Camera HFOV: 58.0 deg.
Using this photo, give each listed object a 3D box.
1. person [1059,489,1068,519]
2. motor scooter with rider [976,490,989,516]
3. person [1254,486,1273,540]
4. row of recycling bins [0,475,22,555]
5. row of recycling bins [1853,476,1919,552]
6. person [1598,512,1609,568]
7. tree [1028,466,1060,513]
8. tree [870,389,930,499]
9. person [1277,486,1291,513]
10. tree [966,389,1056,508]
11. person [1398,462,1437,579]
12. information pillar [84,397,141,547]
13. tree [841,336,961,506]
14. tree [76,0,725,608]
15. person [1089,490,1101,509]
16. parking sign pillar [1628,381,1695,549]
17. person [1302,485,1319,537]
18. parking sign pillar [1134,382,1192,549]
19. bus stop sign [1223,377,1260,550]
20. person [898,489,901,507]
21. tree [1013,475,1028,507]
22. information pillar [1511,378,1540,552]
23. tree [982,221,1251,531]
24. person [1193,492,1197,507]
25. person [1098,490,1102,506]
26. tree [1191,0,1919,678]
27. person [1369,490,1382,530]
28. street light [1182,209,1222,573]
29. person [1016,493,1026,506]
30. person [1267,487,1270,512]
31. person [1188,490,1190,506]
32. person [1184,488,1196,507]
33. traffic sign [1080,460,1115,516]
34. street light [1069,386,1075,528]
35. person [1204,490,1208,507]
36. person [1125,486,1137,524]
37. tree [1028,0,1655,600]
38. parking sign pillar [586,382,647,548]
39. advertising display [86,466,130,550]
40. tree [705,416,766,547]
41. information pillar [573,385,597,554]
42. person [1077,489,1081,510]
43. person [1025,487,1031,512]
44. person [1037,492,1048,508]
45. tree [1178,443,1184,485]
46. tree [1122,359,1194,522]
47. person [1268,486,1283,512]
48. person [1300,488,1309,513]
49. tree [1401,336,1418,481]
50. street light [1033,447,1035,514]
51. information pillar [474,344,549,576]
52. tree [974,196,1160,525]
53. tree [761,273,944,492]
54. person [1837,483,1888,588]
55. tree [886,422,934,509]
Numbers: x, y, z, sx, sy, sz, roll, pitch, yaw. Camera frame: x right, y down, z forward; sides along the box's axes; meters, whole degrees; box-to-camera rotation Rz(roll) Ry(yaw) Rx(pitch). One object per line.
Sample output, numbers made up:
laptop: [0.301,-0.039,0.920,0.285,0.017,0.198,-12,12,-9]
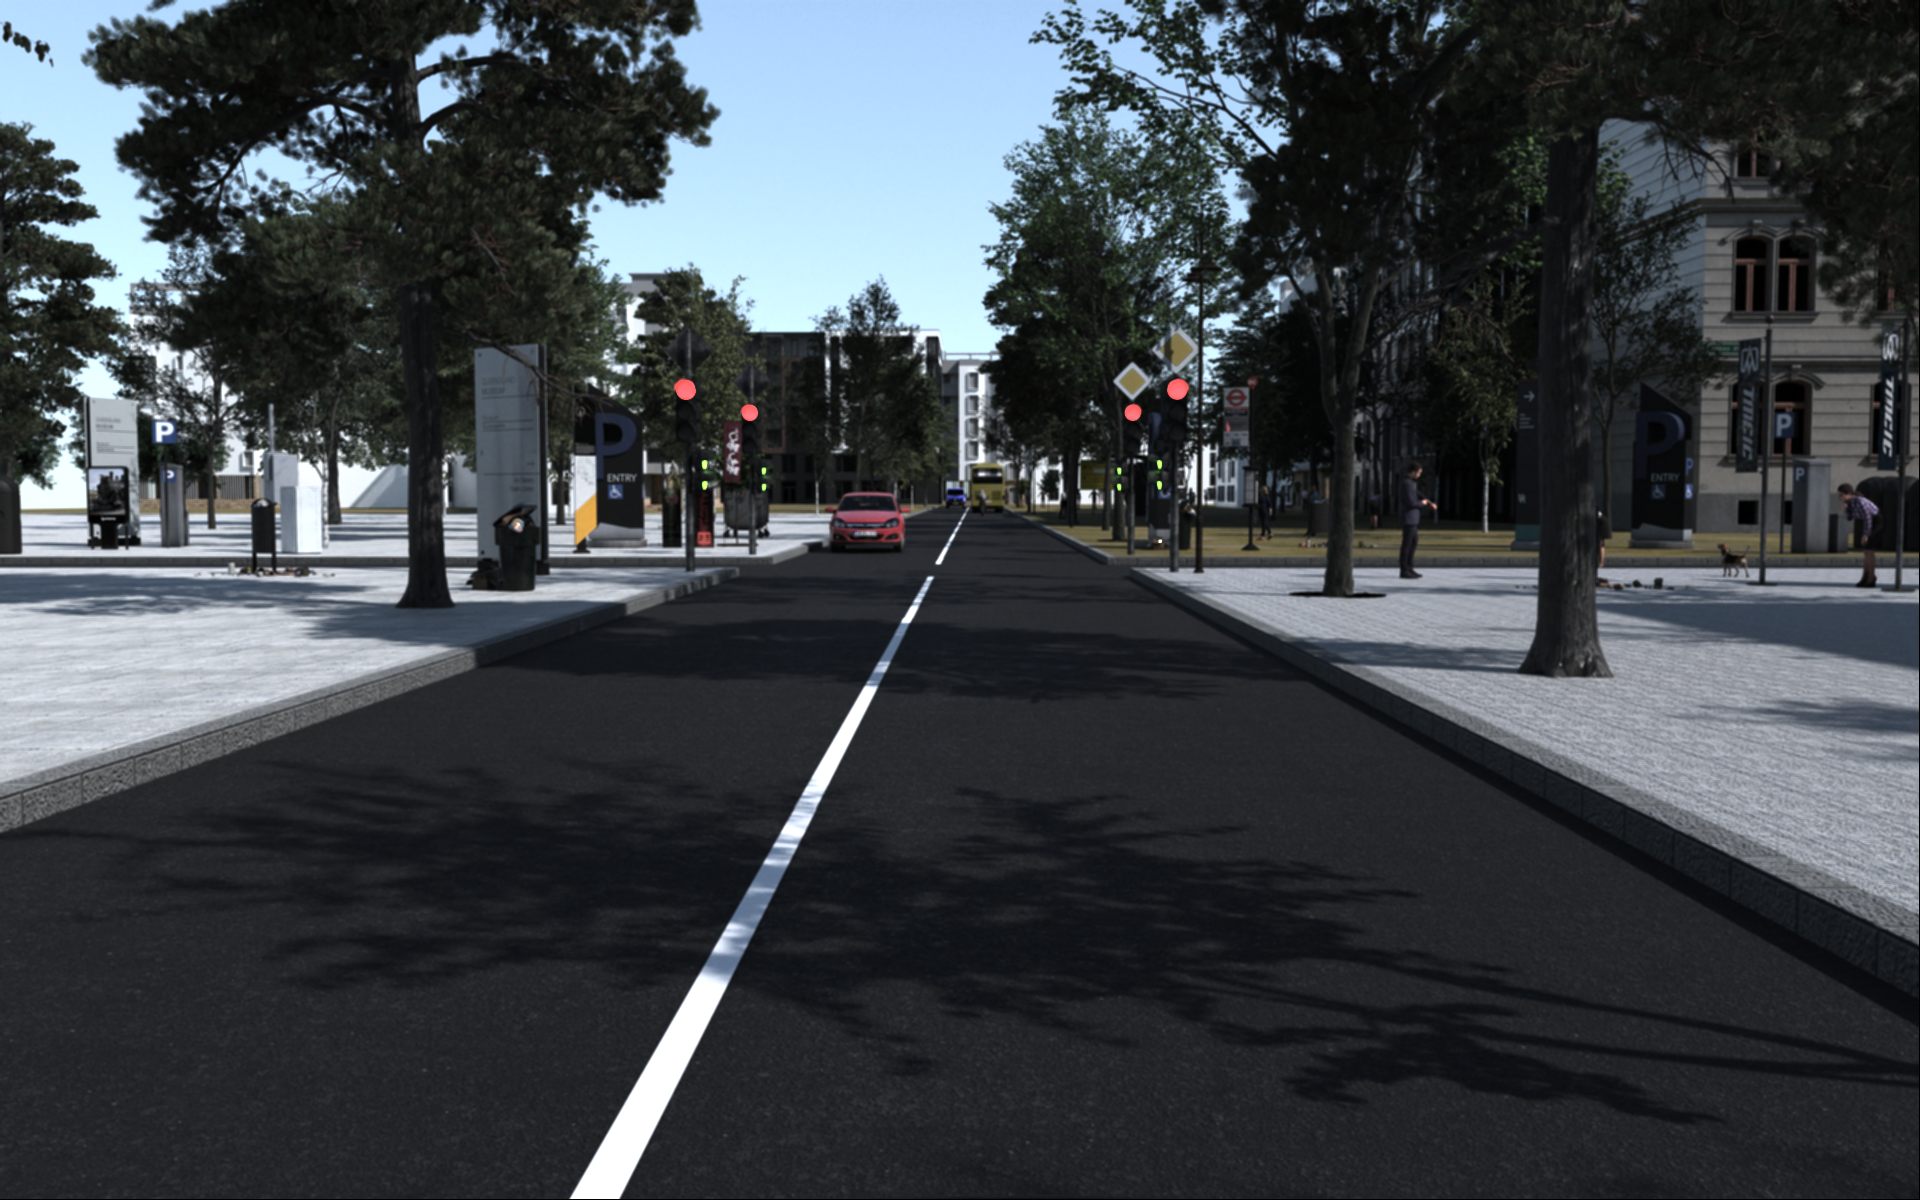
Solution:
person: [5.369,-4.901,88.382,0.590,1.554,0.614,2,4,25]
motor scooter with rider: [1.520,-6.483,114.963,0.876,1.779,1.986,0,3,0]
person: [8.474,-2.424,48.209,0.480,1.512,0.613,2,4,33]
row of recycling bins: [-21.837,-1.837,37.154,3.534,1.692,1.069,1,4,9]
row of recycling bins: [21.656,-2.005,39.898,1.069,1.692,3.534,0,4,4]
person: [11.276,-1.195,31.223,0.799,1.438,0.628,-2,4,-33]
tree: [5.891,-7.521,117.565,1.663,3.219,1.824,0,3,0]
tree: [-4.101,-9.870,111.732,4.360,8.622,3.978,0,3,0]
person: [22.022,-6.855,118.208,1.350,1.814,0.705,-2,4,-32]
tree: [5.454,-15.332,161.042,12.009,13.543,11.850,0,3,0]
person: [6.950,-1.213,26.329,0.568,1.767,0.683,1,4,13]
information pillar: [-20.847,-3.138,42.614,0.184,3.620,1.656,1,4,13]
tree: [-5.023,-12.584,123.879,7.486,12.596,7.792,0,3,0]
tree: [-6.047,-5.942,19.203,6.751,12.117,7.091,0,3,0]
person: [11.739,-8.873,151.133,1.348,1.821,0.705,3,5,44]
parking sign pillar: [16.537,-3.197,40.739,1.447,3.967,1.447,-3,5,-40]
person: [10.579,-2.675,51.993,0.429,1.552,0.499,3,4,38]
parking sign pillar: [4.771,-3.214,41.025,1.447,3.967,1.447,0,4,-3]
bus stop sign: [6.436,-3.110,39.547,0.855,3.939,0.416,1,4,20]
person: [-6.136,-9.977,169.609,0.683,1.767,0.568,-3,4,-38]
tree: [6.235,-11.030,174.941,1.663,3.219,1.824,0,3,0]
information pillar: [12.960,-3.031,38.939,0.750,3.857,0.750,-3,5,-40]
tree: [4.975,-7.688,60.103,8.767,10.594,7.601,1,4,18]
person: [20.874,-8.895,154.705,0.991,1.433,0.599,-1,4,-19]
person: [14.548,-10.561,179.375,0.621,1.740,0.551,-3,4,-36]
tree: [4.325,-5.507,12.097,6.751,12.117,7.091,0,3,0]
person: [14.918,-3.238,62.215,0.421,1.427,0.697,2,4,34]
street light: [3.890,-3.379,28.030,0.468,5.910,1.993,0,4,1]
person: [6.314,-10.575,179.468,1.217,1.766,0.721,-1,4,-8]
person: [22.174,-7.234,124.449,0.705,1.807,1.348,1,4,10]
person: [24.875,-11.077,187.947,0.721,1.735,1.217,-1,4,-21]
person: [19.680,-8.673,147.853,1.348,1.824,0.705,-3,4,-38]
traffic sign: [8.277,-6.681,103.109,2.265,3.308,0.079,0,4,2]
street light: [4.268,-5.710,66.146,0.468,5.910,1.993,0,4,1]
person: [24.412,-10.115,172.358,0.436,1.711,0.756,3,5,43]
person: [7.349,-4.131,74.502,0.541,1.710,0.530,0,4,-1]
tree: [4.700,-5.835,21.153,9.928,11.665,9.643,0,3,0]
parking sign pillar: [-8.286,-3.254,41.680,1.447,3.967,1.447,0,4,-6]
advertising display: [-19.676,-2.129,40.023,0.974,1.923,0.123,0,4,7]
tree: [-5.634,-2.941,42.688,1.663,3.219,1.824,0,3,0]
information pillar: [-8.126,-2.819,37.452,0.504,3.616,0.183,-2,4,-30]
person: [9.856,-8.288,142.382,0.721,1.723,1.217,0,4,0]
person: [4.867,-7.168,123.317,0.705,1.814,1.350,-1,4,-9]
person: [7.650,-9.302,158.957,1.217,1.723,0.721,-1,4,-22]
tree: [13.681,-9.464,105.105,4.737,8.622,4.395,0,3,0]
tree: [8.829,-7.991,81.007,4.360,8.622,3.978,0,3,0]
person: [20.672,-6.638,114.675,1.348,1.812,0.705,0,4,7]
person: [23.644,-6.817,118.442,0.436,1.711,0.756,-1,4,-21]
tree: [20.760,-7.606,74.719,4.737,8.622,4.395,0,3,0]
street light: [4.741,-8.423,110.498,0.468,5.910,1.993,0,4,1]
information pillar: [-7.169,-2.223,27.667,1.656,3.620,0.184,3,4,39]
tree: [4.937,-10.065,71.990,7.806,13.903,7.818,0,3,0]
tree: [-4.132,-8.466,72.824,7.601,10.594,8.767,0,4,3]
person: [12.341,-0.883,23.714,0.697,1.427,0.421,0,4,-7]
tree: [-4.310,-12.028,147.023,4.737,8.622,4.395,0,3,0]
